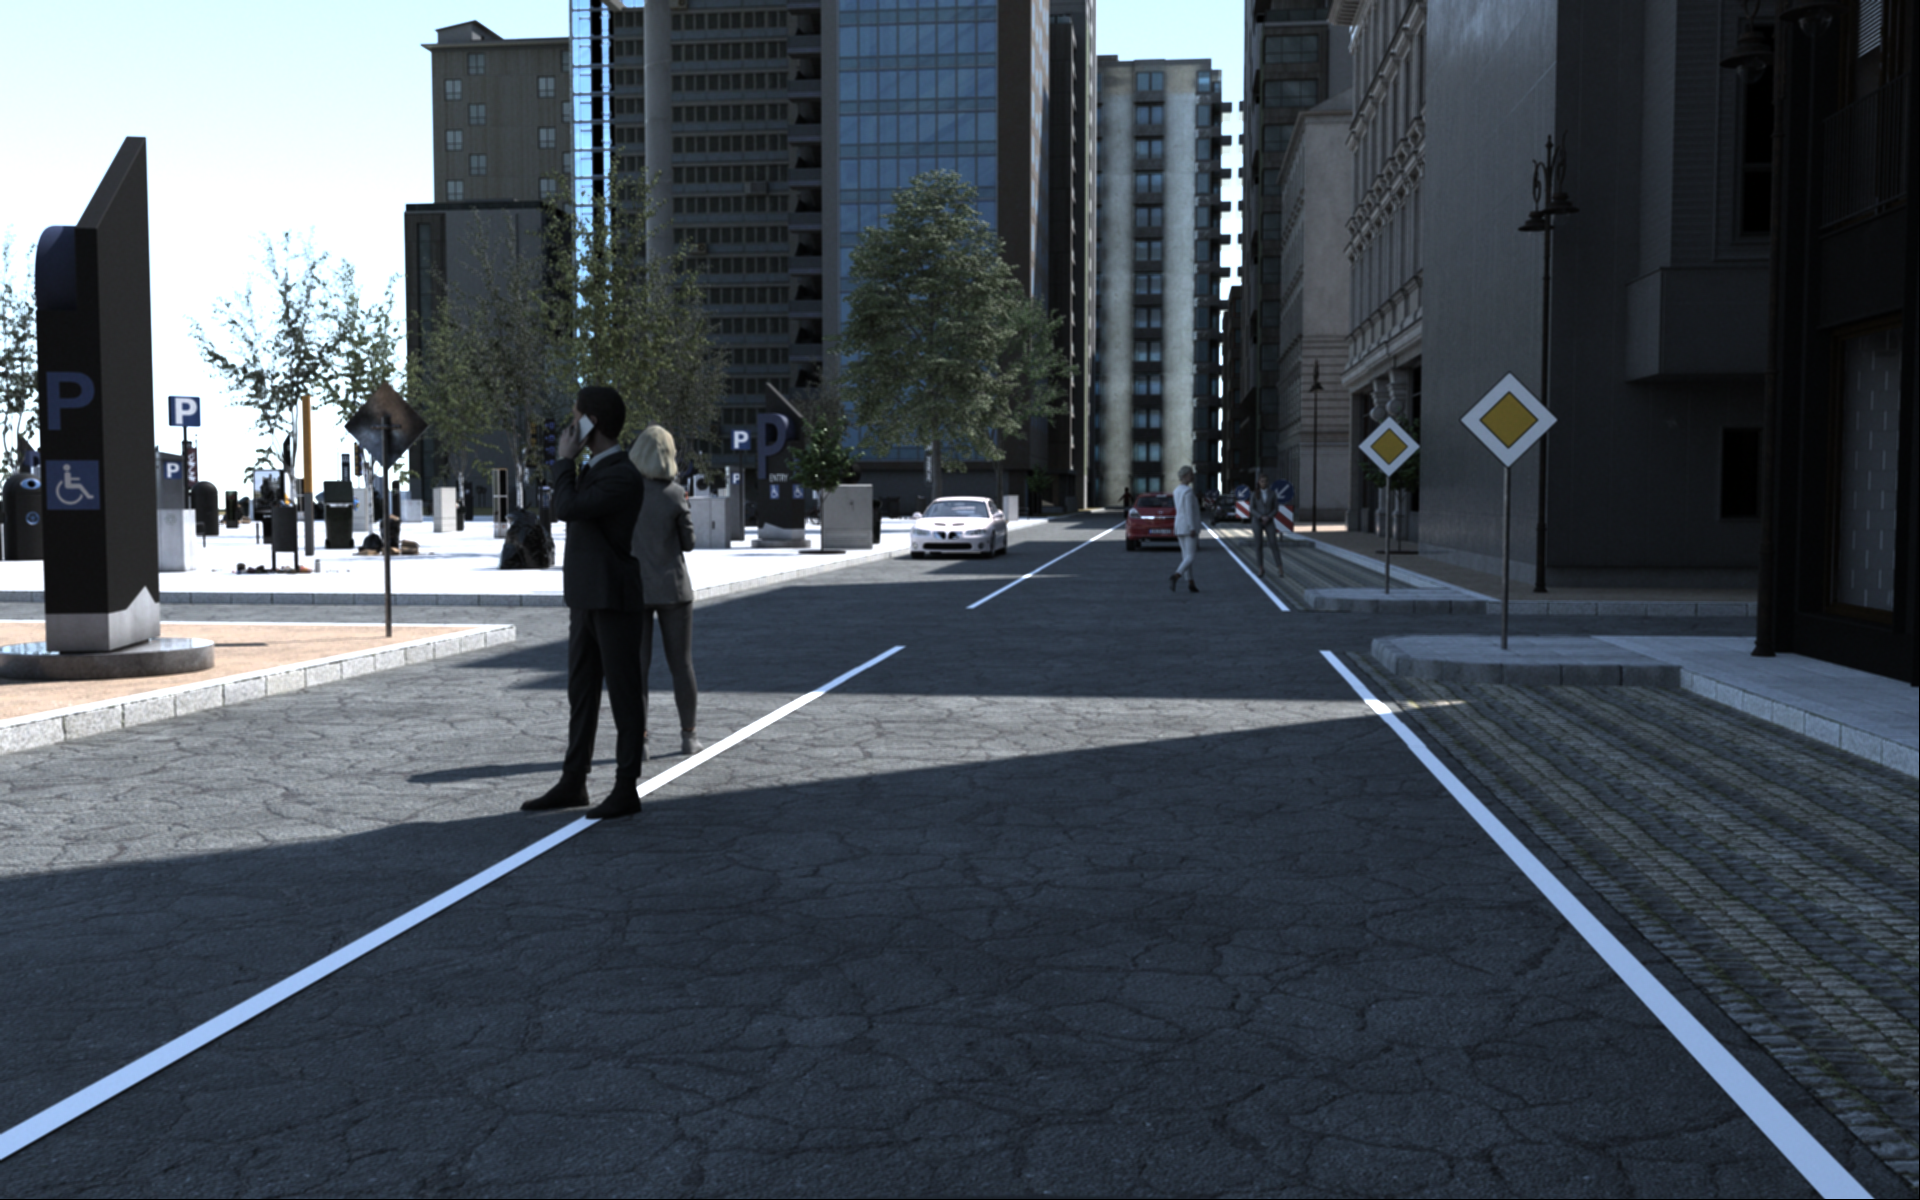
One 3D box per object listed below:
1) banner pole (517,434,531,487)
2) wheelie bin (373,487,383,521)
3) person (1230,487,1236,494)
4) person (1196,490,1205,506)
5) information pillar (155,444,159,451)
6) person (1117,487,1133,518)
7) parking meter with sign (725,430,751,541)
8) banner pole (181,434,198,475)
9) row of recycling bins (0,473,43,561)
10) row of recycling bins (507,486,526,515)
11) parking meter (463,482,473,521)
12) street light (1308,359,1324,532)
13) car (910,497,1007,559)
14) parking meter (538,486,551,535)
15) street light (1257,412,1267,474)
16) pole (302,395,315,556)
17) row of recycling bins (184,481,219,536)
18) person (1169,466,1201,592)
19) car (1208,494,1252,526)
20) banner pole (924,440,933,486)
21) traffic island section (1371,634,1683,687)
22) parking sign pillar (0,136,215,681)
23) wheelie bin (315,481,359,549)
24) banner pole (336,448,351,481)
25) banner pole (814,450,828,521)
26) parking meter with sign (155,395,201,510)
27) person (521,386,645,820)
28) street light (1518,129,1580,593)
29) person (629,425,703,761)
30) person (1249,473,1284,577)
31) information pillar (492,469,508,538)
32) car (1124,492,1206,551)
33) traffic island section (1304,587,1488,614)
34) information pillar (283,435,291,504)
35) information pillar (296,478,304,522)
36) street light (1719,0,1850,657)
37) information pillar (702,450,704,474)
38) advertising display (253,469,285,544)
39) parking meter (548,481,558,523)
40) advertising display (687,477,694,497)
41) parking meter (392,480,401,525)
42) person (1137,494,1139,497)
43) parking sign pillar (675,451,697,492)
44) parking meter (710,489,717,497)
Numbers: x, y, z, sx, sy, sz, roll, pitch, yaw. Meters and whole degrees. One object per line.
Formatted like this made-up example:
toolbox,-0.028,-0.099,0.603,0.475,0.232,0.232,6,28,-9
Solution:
banner pole,-18.294,-5.051,72.605,0.863,3.779,0.401,2,4,27
wheelie bin,-27.913,-4.544,82.200,0.693,1.594,0.980,0,4,7
person,14.103,-4.950,89.548,0.853,1.813,0.709,0,4,-4
person,23.409,-9.810,168.899,1.348,1.823,0.705,1,4,21
information pillar,-37.762,-5.512,81.481,0.183,3.616,0.504,0,4,-8
person,9.845,-5.758,102.600,1.348,1.831,0.705,-3,5,-44
parking meter with sign,-6.182,-3.151,47.773,0.543,3.016,1.738,-1,4,-17
banner pole,-31.761,-4.990,71.605,0.401,3.779,0.863,3,5,42
row of recycling bins,-17.819,-1.638,33.899,1.069,1.692,3.534,3,5,45
row of recycling bins,-22.505,-4.877,86.859,1.069,1.692,3.534,-2,4,-23
parking meter,-23.810,-4.776,83.794,0.399,1.863,0.255,0,4,-4
street light,12.148,-5.287,59.229,0.468,5.910,1.993,0,4,7
car,0.021,-1.693,40.036,2.083,1.381,4.827,0,4,7
parking meter,-12.891,-2.774,53.768,0.372,1.533,0.369,0,3,0
street light,16.688,-7.525,95.828,0.468,5.910,1.993,0,4,7
pole,-13.503,-2.570,35.869,0.158,3.312,0.155,0,3,0
row of recycling bins,-24.593,-2.817,53.179,3.534,1.692,1.069,0,4,-5
person,3.238,-1.023,25.097,0.818,1.842,0.514,-3,5,-42
car,12.243,-4.184,78.199,2.009,1.686,4.222,0,4,6
banner pole,-1.110,-4.809,68.649,0.863,3.779,0.401,3,4,38
traffic island section,4.522,0.486,14.336,2.009,0.180,2.903,0,4,7
parking sign pillar,-6.214,-1.469,12.498,1.447,3.967,1.447,-1,4,-10
wheelie bin,-14.643,-2.006,40.712,0.980,1.594,0.693,-2,4,-23
banner pole,-33.308,-6.329,93.493,0.863,3.779,0.401,-2,4,-25
banner pole,-6.598,-5.694,83.109,0.863,3.779,0.401,-3,4,-36
parking meter with sign,-14.382,-2.148,31.373,1.738,3.016,0.543,3,5,42
person,-1.649,0.010,7.697,0.474,1.900,0.648,-2,4,-31
street light,7.583,-3.038,22.456,0.468,5.910,1.993,0,4,7
person,-1.707,-0.049,9.485,0.537,1.800,0.526,0,4,4
person,5.271,-1.284,29.771,0.520,1.790,0.573,-1,4,-12
information pillar,-13.330,-2.798,50.235,0.304,2.012,0.304,3,5,41
car,5.313,-2.207,45.127,2.155,1.783,4.494,1,4,9
traffic island section,5.506,0.001,22.260,2.009,0.180,2.903,0,4,7
information pillar,-25.937,-4.615,66.810,0.183,3.616,0.504,0,4,7
information pillar,-30.631,-4.652,80.555,0.304,2.012,0.304,2,4,33
street light,6.367,-2.493,13.548,0.468,5.910,1.993,0,4,7
information pillar,-13.547,-6.121,91.426,0.183,3.616,0.504,-1,4,-12
advertising display,-17.772,-2.406,44.547,0.974,1.923,0.123,2,4,25
parking meter,-18.118,-4.371,77.174,0.399,1.863,0.255,1,4,10
advertising display,-10.109,-3.656,64.995,0.123,1.923,0.974,-1,4,-16
parking meter,-23.255,-4.020,71.434,0.255,1.863,0.399,0,4,-2
person,16.258,-8.893,157.128,0.421,1.427,0.697,-2,4,-31
parking sign pillar,-14.642,-6.325,91.882,1.447,3.967,1.447,0,4,-2
parking meter,-12.705,-4.948,89.314,0.372,1.533,0.369,0,3,0
